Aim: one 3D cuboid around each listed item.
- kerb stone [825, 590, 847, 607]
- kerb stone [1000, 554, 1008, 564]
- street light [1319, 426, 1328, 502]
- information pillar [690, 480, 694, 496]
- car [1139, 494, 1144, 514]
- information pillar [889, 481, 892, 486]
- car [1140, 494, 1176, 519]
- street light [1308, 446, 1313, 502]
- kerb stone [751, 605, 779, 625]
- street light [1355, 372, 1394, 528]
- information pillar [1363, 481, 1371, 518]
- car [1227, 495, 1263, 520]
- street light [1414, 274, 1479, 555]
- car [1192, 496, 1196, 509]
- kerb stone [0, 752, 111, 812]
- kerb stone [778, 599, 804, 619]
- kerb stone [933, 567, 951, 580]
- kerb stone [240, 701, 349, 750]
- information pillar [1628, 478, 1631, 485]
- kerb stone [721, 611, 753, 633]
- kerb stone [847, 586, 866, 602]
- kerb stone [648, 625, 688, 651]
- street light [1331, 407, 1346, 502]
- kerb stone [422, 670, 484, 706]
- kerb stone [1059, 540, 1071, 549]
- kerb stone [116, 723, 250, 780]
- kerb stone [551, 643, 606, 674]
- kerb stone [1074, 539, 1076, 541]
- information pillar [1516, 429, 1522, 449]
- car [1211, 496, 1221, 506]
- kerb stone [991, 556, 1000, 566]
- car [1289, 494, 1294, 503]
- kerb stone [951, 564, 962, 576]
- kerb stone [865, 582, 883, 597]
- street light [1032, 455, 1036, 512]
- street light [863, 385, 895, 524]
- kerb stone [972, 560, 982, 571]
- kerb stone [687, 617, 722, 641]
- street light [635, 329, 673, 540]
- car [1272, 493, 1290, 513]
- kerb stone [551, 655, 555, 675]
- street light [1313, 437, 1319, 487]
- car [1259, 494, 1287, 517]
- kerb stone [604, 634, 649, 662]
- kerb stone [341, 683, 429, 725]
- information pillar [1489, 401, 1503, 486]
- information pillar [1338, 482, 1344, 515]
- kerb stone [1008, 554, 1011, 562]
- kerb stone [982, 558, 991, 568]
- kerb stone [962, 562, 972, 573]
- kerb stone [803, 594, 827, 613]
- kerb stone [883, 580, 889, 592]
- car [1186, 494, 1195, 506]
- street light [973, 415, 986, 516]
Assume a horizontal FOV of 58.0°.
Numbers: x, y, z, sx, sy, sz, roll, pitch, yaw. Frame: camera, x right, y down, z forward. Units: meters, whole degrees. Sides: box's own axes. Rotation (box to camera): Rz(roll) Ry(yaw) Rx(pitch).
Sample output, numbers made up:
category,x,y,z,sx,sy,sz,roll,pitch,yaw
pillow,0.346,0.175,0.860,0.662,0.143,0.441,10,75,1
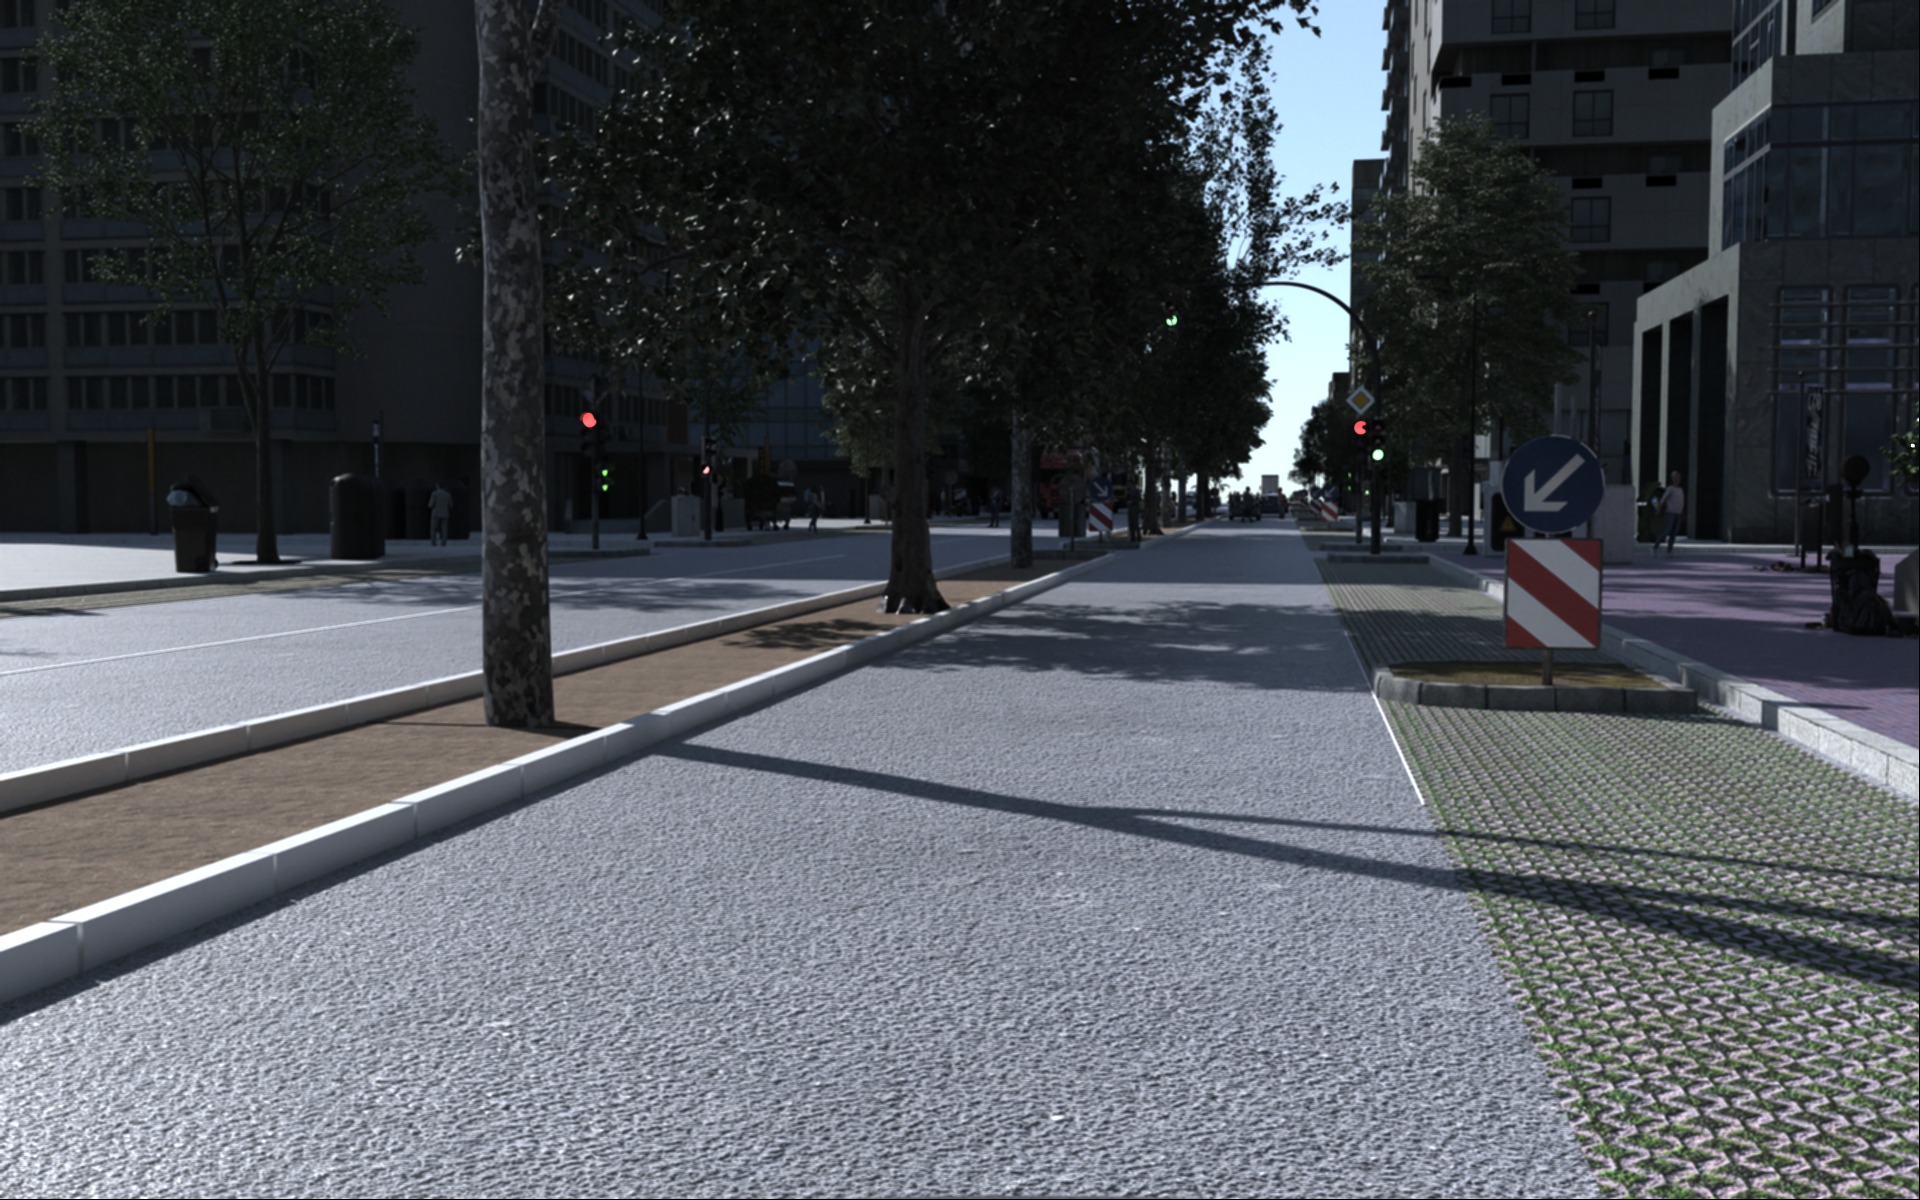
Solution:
category,x,y,z,sx,sy,sz,roll,pitch,yaw
kerb stone,-1.660,-0.001,22.208,0.120,0.150,1.000,1,4,11
kerb stone,0.784,-0.802,35.309,0.120,0.150,1.000,1,4,11
street light,25.310,-8.868,117.538,1.470,5.913,1.316,1,4,11
information pillar,-13.902,-5.263,90.547,0.304,2.012,0.304,1,4,18
car,11.956,-6.280,111.480,1.959,1.807,4.718,1,4,11
information pillar,-3.911,-5.495,94.332,0.304,2.012,0.304,-2,4,-25
car,11.467,-5.498,100.118,2.015,1.641,3.980,1,4,12
street light,34.616,-11.890,166.943,1.470,5.913,1.316,1,4,11
kerb stone,-2.233,0.187,19.187,0.120,0.150,1.000,1,4,11
street light,15.815,-5.706,65.832,1.470,5.913,1.316,1,4,11
information pillar,21.519,-5.330,91.629,0.304,2.012,0.304,3,5,42
car,15.784,-5.134,95.943,2.014,1.417,4.499,1,4,9
street light,10.271,-3.916,36.562,1.470,5.913,1.316,1,4,11
car,23.810,-9.682,170.297,2.014,1.417,4.499,1,4,10
kerb stone,-4.288,0.862,8.107,0.120,0.150,1.000,1,4,11
kerb stone,-2.040,0.122,20.195,0.120,0.150,1.000,1,4,11
kerb stone,-0.344,-0.432,29.264,0.120,0.150,1.000,1,4,11
kerb stone,-3.906,0.739,10.121,0.120,0.150,1.000,1,4,11
information pillar,30.624,-4.558,79.009,0.304,2.012,0.304,2,4,29
kerb stone,-2.407,0.246,18.178,0.120,0.150,1.000,1,4,11
kerb stone,-1.473,-0.060,23.218,0.120,0.150,1.000,1,4,11
kerb stone,-2.787,0.374,16.163,0.120,0.150,1.000,1,4,11
street light,20.624,-7.302,91.935,1.470,5.913,1.316,1,4,11
kerb stone,-3.537,0.616,12.132,0.120,0.150,1.000,1,4,11
kerb stone,2.753,-1.452,45.939,0.120,0.150,1.000,1,4,11
kerb stone,-4.103,0.800,9.118,0.120,0.150,1.000,1,4,11
kerb stone,-3.165,0.493,14.143,0.120,0.150,1.000,1,4,11
kerb stone,2.948,-1.514,46.942,0.120,0.150,1.000,1,4,11
information pillar,19.886,-4.292,61.531,0.504,3.616,0.183,-3,5,-45
car,30.419,-11.953,208.012,1.945,1.354,3.894,1,4,12
kerb stone,0.601,-0.741,34.303,0.120,0.150,1.000,1,4,11
car,51.148,-15.629,264.328,1.959,1.807,4.718,1,4,11
kerb stone,-0.159,-0.494,30.272,0.120,0.150,1.000,1,4,11
kerb stone,-1.287,-0.124,24.223,0.120,0.150,1.000,1,4,11
street light,5.850,-9.278,124.238,1.470,5.913,1.316,1,4,11
street light,-3.456,-6.219,74.215,1.470,5.913,1.316,1,4,11
kerb stone,0.217,-0.617,32.286,0.120,0.150,1.000,1,4,11
kerb stone,-2.597,0.309,17.168,0.120,0.150,1.000,1,4,11
street light,-8.371,-4.629,48.226,1.470,5.913,1.316,1,4,11
car,24.364,-7.606,133.402,2.155,1.783,4.494,1,4,9
kerb stone,-3.354,0.559,13.138,0.120,0.150,1.000,1,4,11
street light,29.686,-10.290,140.787,1.470,5.913,1.316,1,4,11
car,19.896,-6.055,110.994,2.014,1.417,4.499,1,4,12
kerb stone,-2.980,0.432,15.159,0.120,0.150,1.000,1,4,11
kerb stone,-3.724,0.678,11.127,0.120,0.150,1.000,1,4,11
information pillar,13.470,-3.193,43.565,0.183,3.616,0.504,-1,4,-11
information pillar,23.068,-6.138,104.841,0.304,2.012,0.304,2,4,26
kerb stone,0.966,-0.864,36.315,0.120,0.150,1.000,1,4,11
kerb stone,0.402,-0.679,33.292,0.120,0.150,1.000,1,4,11
kerb stone,0.024,-0.555,31.278,0.120,0.150,1.000,1,4,11
kerb stone,-1.852,0.065,21.200,0.120,0.150,1.000,1,4,11
kerb stone,-1.096,-0.185,25.228,0.120,0.150,1.000,1,4,11
car,27.397,-12.021,208.545,2.014,1.417,4.499,1,4,9
street light,1.425,-7.828,100.525,1.470,5.913,1.316,1,4,11
